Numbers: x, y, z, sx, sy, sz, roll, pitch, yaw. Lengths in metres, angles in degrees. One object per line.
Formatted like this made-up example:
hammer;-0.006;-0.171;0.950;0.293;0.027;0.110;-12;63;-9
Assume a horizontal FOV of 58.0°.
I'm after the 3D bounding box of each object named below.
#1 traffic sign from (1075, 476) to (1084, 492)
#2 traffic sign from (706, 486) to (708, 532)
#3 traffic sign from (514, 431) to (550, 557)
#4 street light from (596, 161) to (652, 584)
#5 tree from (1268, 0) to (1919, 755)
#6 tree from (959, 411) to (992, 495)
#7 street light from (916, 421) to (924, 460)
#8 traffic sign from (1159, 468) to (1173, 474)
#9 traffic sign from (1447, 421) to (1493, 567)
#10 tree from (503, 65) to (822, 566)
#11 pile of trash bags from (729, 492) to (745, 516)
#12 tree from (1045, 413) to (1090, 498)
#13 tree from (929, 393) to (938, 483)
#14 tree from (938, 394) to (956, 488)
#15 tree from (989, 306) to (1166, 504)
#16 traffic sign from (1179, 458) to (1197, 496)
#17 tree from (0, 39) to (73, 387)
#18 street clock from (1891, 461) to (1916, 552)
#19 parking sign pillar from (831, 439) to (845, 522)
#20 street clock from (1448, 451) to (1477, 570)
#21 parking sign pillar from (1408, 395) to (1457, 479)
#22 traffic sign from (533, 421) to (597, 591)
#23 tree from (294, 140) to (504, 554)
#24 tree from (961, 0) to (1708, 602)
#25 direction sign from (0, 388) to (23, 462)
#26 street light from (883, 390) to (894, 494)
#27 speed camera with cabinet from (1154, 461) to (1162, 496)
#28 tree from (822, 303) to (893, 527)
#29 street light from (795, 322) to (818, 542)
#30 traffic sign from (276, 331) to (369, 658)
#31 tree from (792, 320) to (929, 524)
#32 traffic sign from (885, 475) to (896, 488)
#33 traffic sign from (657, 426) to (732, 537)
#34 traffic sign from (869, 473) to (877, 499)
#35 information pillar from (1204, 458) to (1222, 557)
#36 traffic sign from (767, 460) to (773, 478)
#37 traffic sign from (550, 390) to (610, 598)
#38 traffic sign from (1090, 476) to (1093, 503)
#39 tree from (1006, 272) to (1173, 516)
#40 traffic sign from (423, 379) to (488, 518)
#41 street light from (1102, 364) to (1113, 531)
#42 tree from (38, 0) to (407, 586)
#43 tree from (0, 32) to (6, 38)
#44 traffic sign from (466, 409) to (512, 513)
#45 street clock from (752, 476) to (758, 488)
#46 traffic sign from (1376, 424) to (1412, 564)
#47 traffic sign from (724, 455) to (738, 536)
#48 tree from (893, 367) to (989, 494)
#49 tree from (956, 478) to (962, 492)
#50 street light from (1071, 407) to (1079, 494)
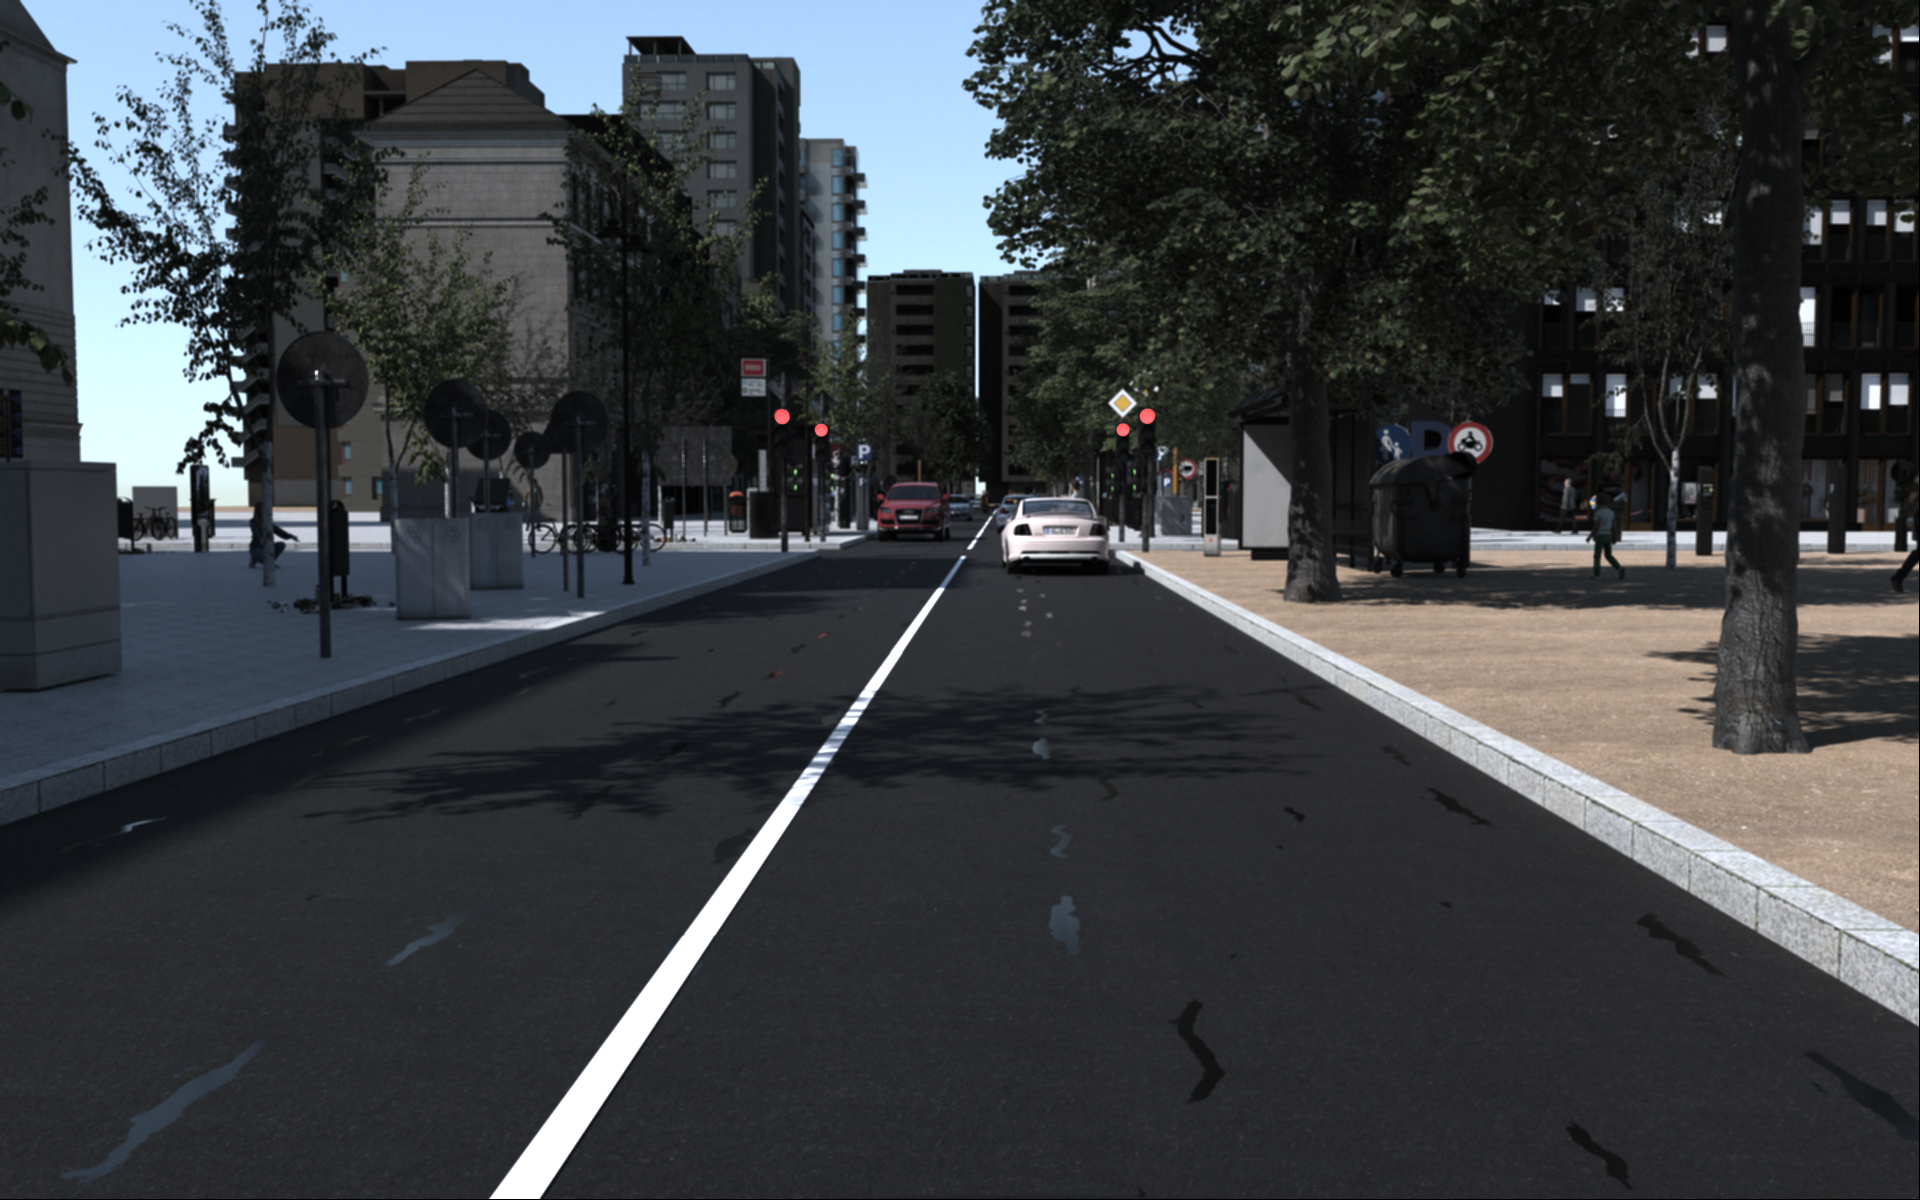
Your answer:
traffic sign;8.230;-7.360;120.442;0.768;2.556;0.104;1;4;8
traffic sign;-8.609;-3.585;58.720;0.768;2.556;0.104;1;4;10
traffic sign;-8.695;-2.147;35.214;0.768;2.556;0.104;0;4;5
street light;-4.724;-3.163;24.504;0.468;5.910;1.993;0;4;2
tree;3.701;-5.537;8.653;7.486;12.596;7.792;0;3;0
tree;0.121;-16.518;195.826;9.928;11.665;9.643;0;3;0
street light;-2.482;-8.241;107.528;0.468;5.910;1.993;0;4;2
traffic sign;10.100;-5.186;84.904;0.768;2.556;0.104;0;4;7
traffic sign;8.888;-1.844;30.259;0.768;2.556;0.104;0;4;7
tree;-5.413;-4.926;30.898;4.737;8.622;4.395;0;3;0
pile of trash bags;-6.938;-3.368;64.813;3.447;1.369;1.912;-1;4;-12
tree;7.245;-10.097;115.454;4.360;8.622;3.978;0;3;0
tree;-4.176;-8.393;87.586;4.360;8.622;3.978;0;3;0
tree;-2.485;-10.333;119.304;4.360;8.622;3.978;0;3;0
tree;7.328;-11.241;100.802;9.611;12.733;9.660;0;3;0
traffic sign;8.000;-3.747;61.362;0.768;2.556;0.104;0;4;8
tree;-15.976;-4.632;26.089;4.737;8.622;4.395;0;3;0
street clock;20.911;-2.071;38.435;0.358;2.002;0.471;-2;4;-23
parking sign pillar;-5.758;-5.685;81.428;1.447;3.967;1.447;1;4;12
street clock;8.483;-1.517;29.371;0.358;2.002;0.471;-3;5;-42
parking sign pillar;12.622;-3.531;46.198;1.447;3.967;1.447;0;4;8
traffic sign;-5.220;-1.400;22.890;0.884;2.594;0.081;1;4;9
tree;-11.910;-5.298;36.979;4.737;8.622;4.395;0;3;0
tree;4.237;-6.952;20.322;9.857;13.997;8.962;0;3;0
direction sign;-20.527;-2.775;37.369;0.379;3.537;0.876;1;4;9
street light;-3.219;-6.384;77.171;0.468;5.910;1.993;0;4;2
speed camera with cabinet;9.504;-5.219;79.666;0.660;3.252;2.038;-1;4;-11
tree;-4.756;-7.169;67.582;4.737;8.622;4.395;0;3;0
street light;-4.120;-4.514;46.593;0.468;5.910;1.993;0;4;2
traffic sign;-4.988;-0.822;13.541;0.768;2.556;0.104;1;4;8
tree;-4.135;-7.501;72.997;4.360;8.622;3.978;0;3;0
traffic sign;-4.586;-6.995;114.468;0.768;2.556;0.104;0;4;8
traffic sign;-7.953;-3.546;51.848;2.265;3.308;0.079;0;4;5
traffic sign;-5.180;-6.160;100.817;0.768;2.556;0.104;1;4;11
information pillar;5.184;-1.898;35.527;0.304;2.012;0.304;1;4;20
traffic sign;-6.617;-3.726;60.649;0.795;2.593;0.064;0;4;6
traffic sign;-4.684;-1.297;21.315;0.768;2.556;0.104;1;4;10
traffic sign;9.066;-7.313;119.670;0.768;2.556;0.104;0;4;5
tree;5.307;-8.371;71.284;7.601;10.594;8.767;1;4;9
traffic sign;-5.584;-1.166;19.165;0.768;2.556;0.104;1;4;11
street light;5.148;-5.345;60.180;0.468;5.910;1.993;0;4;2
tree;-9.889;-4.499;23.927;4.360;8.622;3.978;0;3;0
tree;-13.761;-6.053;15.976;9.611;12.733;9.660;0;3;0
traffic sign;-7.084;-1.580;25.944;0.768;2.556;0.104;1;4;8
street clock;-8.123;-3.960;69.317;0.358;2.002;0.471;-3;4;-36
traffic sign;7.843;-1.927;31.608;0.768;2.556;0.104;0;4;2
traffic sign;-7.249;-3.269;53.559;0.768;2.556;0.104;1;4;9
tree;-1.421;-14.638;156.344;9.611;12.733;9.660;0;3;0
tree;-0.824;-14.445;186.530;4.360;8.622;3.978;0;3;0
street light;5.954;-7.202;90.536;0.468;5.910;1.993;0;4;2
